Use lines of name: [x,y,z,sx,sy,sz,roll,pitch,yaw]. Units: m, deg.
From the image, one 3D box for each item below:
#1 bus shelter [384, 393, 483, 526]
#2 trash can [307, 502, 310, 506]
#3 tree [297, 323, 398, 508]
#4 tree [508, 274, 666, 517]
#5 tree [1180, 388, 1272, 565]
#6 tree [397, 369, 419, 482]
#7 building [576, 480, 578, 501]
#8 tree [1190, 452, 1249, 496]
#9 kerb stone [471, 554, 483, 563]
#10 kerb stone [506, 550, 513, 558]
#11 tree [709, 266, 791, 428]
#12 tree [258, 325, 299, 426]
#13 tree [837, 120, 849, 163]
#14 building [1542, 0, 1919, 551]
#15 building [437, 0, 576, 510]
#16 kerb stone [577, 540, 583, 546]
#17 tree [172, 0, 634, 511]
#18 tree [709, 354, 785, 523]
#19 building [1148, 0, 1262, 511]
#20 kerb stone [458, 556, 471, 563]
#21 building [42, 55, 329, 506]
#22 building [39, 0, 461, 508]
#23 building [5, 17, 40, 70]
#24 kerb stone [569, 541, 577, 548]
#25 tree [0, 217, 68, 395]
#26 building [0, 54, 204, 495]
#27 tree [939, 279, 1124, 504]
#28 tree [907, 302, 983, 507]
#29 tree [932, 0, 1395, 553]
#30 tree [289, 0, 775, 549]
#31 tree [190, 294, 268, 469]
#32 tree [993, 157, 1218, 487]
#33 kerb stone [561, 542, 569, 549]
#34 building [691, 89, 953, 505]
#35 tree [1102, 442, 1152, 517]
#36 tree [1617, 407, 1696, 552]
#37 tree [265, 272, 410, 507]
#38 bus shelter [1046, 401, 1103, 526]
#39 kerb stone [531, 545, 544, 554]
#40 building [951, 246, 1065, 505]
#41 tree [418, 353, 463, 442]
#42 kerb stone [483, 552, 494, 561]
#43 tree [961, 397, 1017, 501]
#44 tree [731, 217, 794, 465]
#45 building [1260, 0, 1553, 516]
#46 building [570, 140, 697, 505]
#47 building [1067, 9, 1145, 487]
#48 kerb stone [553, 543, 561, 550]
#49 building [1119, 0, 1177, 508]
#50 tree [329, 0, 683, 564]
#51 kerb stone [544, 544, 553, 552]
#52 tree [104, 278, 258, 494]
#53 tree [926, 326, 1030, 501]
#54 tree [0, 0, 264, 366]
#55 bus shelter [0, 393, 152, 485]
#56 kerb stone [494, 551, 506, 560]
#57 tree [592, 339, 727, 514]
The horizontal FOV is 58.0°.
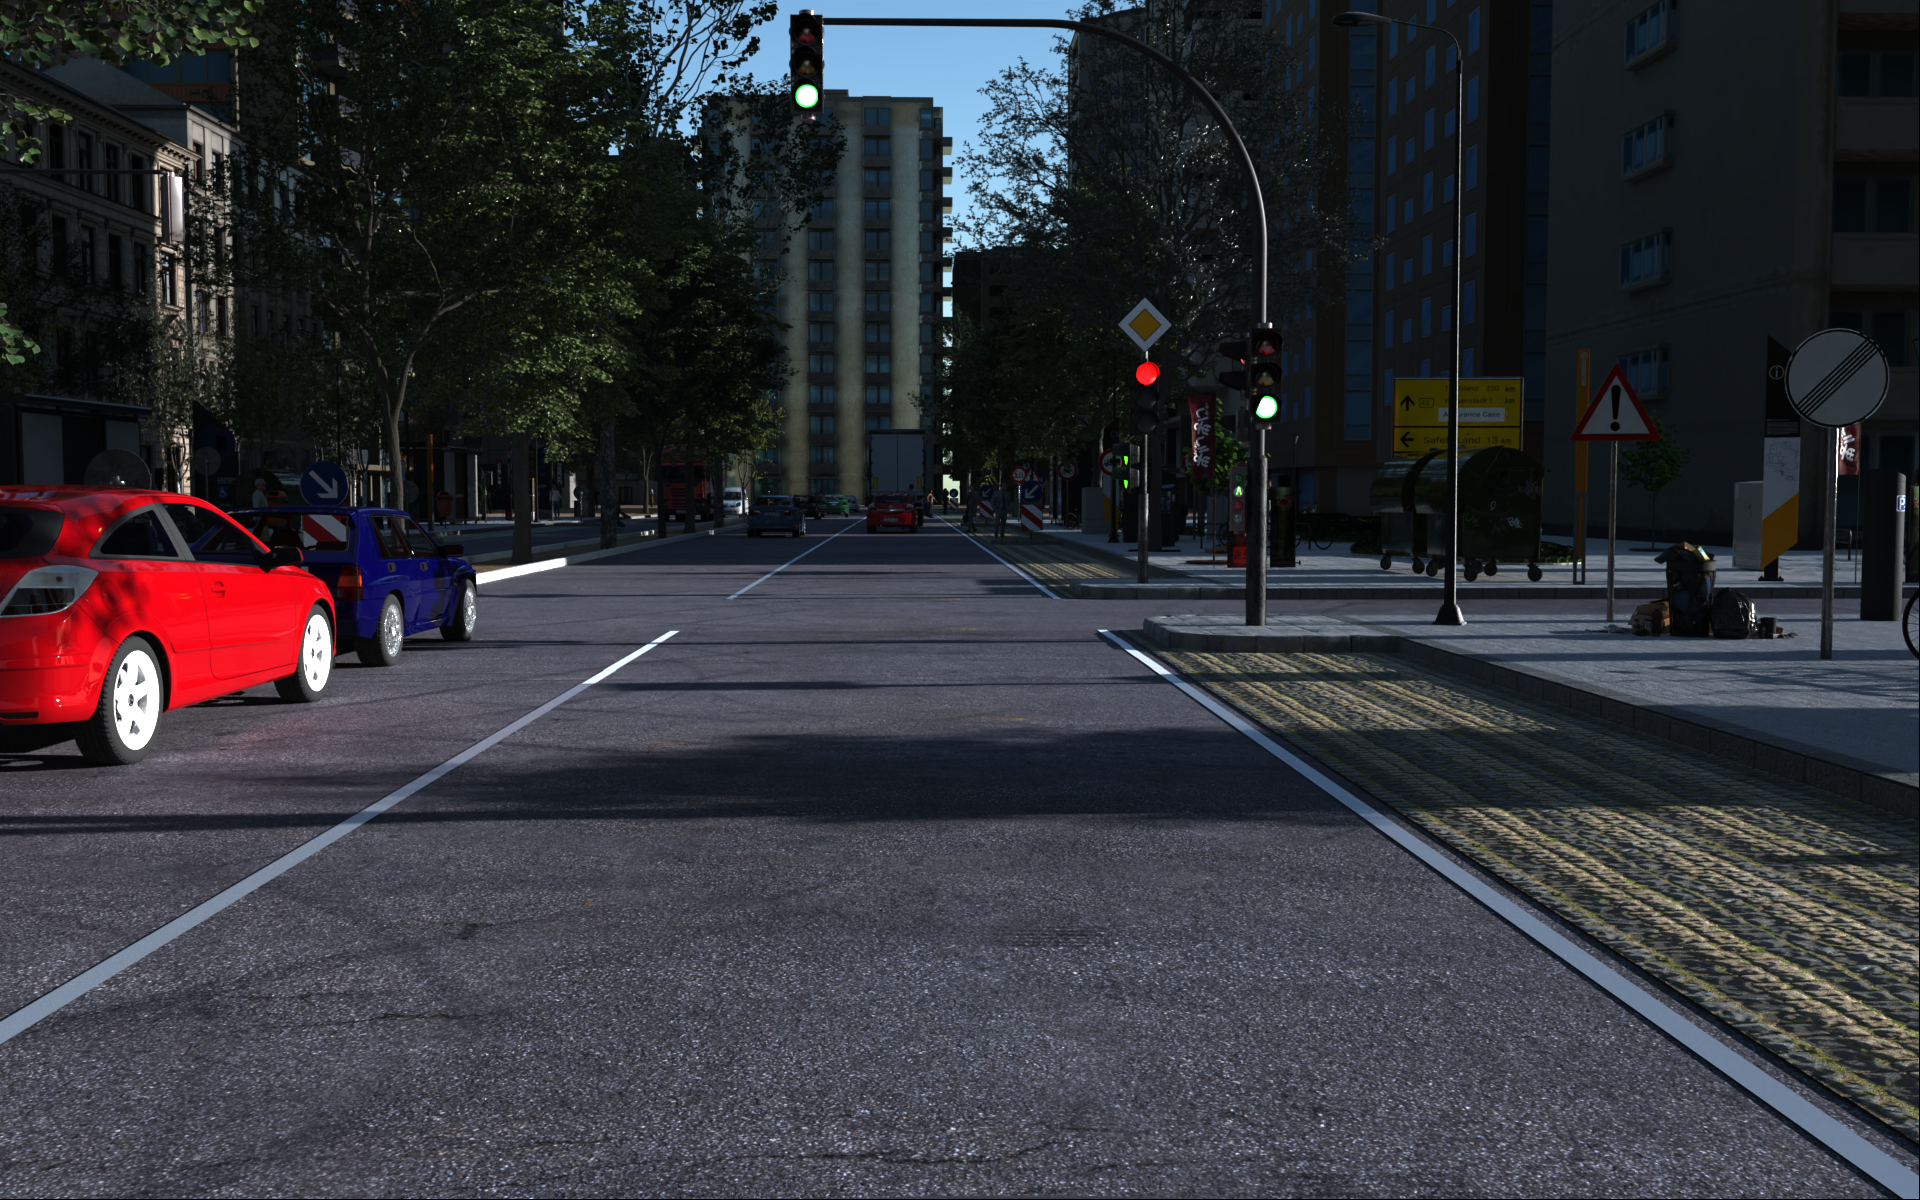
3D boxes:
bus shelter: [-21.728,-5.721,71.164,2.179,5.291,8.768,0,4,-2]
trash can: [-19.232,-2.462,51.907,0.748,1.137,0.748,0,3,0]
tree: [-27.455,-7.608,74.752,4.360,8.622,3.978,0,3,0]
tree: [-20.563,-11.560,95.656,9.857,13.997,8.962,0,3,0]
tree: [4.633,-2.267,31.664,1.663,3.219,1.824,0,3,0]
tree: [-28.568,-7.989,80.980,4.360,8.622,3.978,0,3,0]
building: [-57.710,-31.808,211.942,23.993,40.220,32.217,0,4,-2]
tree: [13.823,-6.600,91.626,4.285,4.588,4.351,0,3,0]
kerb stone: [-10.111,-0.835,35.846,0.120,0.150,1.000,0,4,-2]
kerb stone: [-10.212,-1.019,38.930,0.120,0.150,1.000,0,4,-2]
tree: [-9.564,-7.272,55.761,8.767,10.594,7.601,0,4,-2]
tree: [-29.010,-7.235,68.662,4.360,8.622,3.978,0,3,0]
tree: [-11.408,-13.139,73.177,12.611,20.169,13.585,0,3,0]
building: [28.847,-25.996,48.732,21.600,48.544,21.300,0,4,-2]
building: [-46.038,-43.527,149.913,20.611,71.187,20.563,0,4,-2]
kerb stone: [-10.470,-1.524,47.128,0.120,0.150,1.000,0,4,-2]
tree: [-8.904,-5.550,27.618,8.767,10.594,7.601,0,4,-2]
tree: [-10.454,-7.997,83.565,4.737,8.622,4.395,0,3,0]
building: [29.077,-32.947,127.926,28.713,52.752,27.495,0,4,-2]
kerb stone: [-10.078,-0.772,34.824,0.120,0.150,1.000,0,4,-2]
building: [-39.271,-14.499,86.207,9.793,20.994,18.267,0,4,-2]
building: [-45.717,-27.996,112.366,22.147,44.769,28.867,0,4,-2]
building: [-71.785,-51.041,147.193,31.000,86.520,22.319,0,4,-2]
kerb stone: [-10.432,-1.462,46.101,0.120,0.150,1.000,0,4,-2]
tree: [-24.929,-5.717,43.840,4.737,8.622,4.395,0,3,0]
building: [-38.564,-12.410,67.536,10.561,19.102,19.286,0,4,-2]
tree: [3.809,-10.542,89.374,9.611,12.733,9.660,0,3,0]
tree: [1.216,-19.189,169.622,12.611,20.169,13.585,0,3,0]
tree: [4.400,-7.808,38.037,12.009,13.543,11.850,0,3,0]
tree: [-10.380,-11.431,45.250,12.611,20.169,13.585,0,3,0]
tree: [-25.863,-6.917,63.453,4.737,8.622,4.395,0,3,0]
tree: [5.125,-8.604,58.806,7.486,12.596,7.792,0,3,0]
kerb stone: [-10.409,-1.398,45.079,0.120,0.150,1.000,0,4,-2]
building: [-16.256,-35.974,207.779,30.456,49.044,23.786,0,4,-2]
tree: [9.810,-6.980,97.836,4.285,4.588,4.351,0,3,0]
tree: [15.476,-2.712,38.940,1.663,3.219,1.824,0,3,0]
tree: [-19.439,-6.462,56.016,4.737,8.622,4.395,0,3,0]
bus shelter: [4.706,-5.773,72.024,2.179,5.291,8.768,0,4,-2]
kerb stone: [-10.313,-1.212,42.009,0.120,0.150,1.000,0,4,-2]
building: [6.149,-26.490,204.817,14.107,30.474,14.160,0,4,-2]
tree: [-26.981,-8.360,87.050,4.360,8.622,3.978,0,3,0]
kerb stone: [-10.148,-0.898,36.876,0.120,0.150,1.000,0,4,-2]
tree: [2.006,-10.489,121.849,4.737,8.622,4.395,0,3,0]
tree: [-9.991,-8.730,63.319,7.486,12.596,7.792,0,3,0]
building: [24.470,-27.092,93.061,14.600,45.320,14.200,0,4,-2]
building: [-38.372,-31.755,202.791,14.086,41.232,14.154,0,4,-2]
building: [27.737,-40.747,208.218,28.212,58.520,21.231,0,4,-2]
kerb stone: [-10.368,-1.337,44.058,0.120,0.150,1.000,0,4,-2]
building: [25.467,-43.613,151.316,20.563,71.187,20.611,0,4,-2]
tree: [-9.058,-7.022,35.390,7.486,12.596,7.792,0,3,0]
kerb stone: [-10.338,-1.275,43.035,0.120,0.150,1.000,0,4,-2]
tree: [-26.627,-6.624,58.658,4.360,8.622,3.978,0,3,0]
tree: [2.361,-13.804,132.345,9.857,13.997,8.962,0,3,0]
tree: [-8.137,-6.118,9.142,9.857,13.997,8.962,0,3,0]
bus shelter: [-20.325,-3.641,37.160,2.179,5.291,8.768,0,4,-2]
kerb stone: [-10.177,-0.960,37.898,0.120,0.150,1.000,0,4,-2]
tree: [-20.436,-11.422,112.509,9.928,11.665,9.643,0,3,0]
